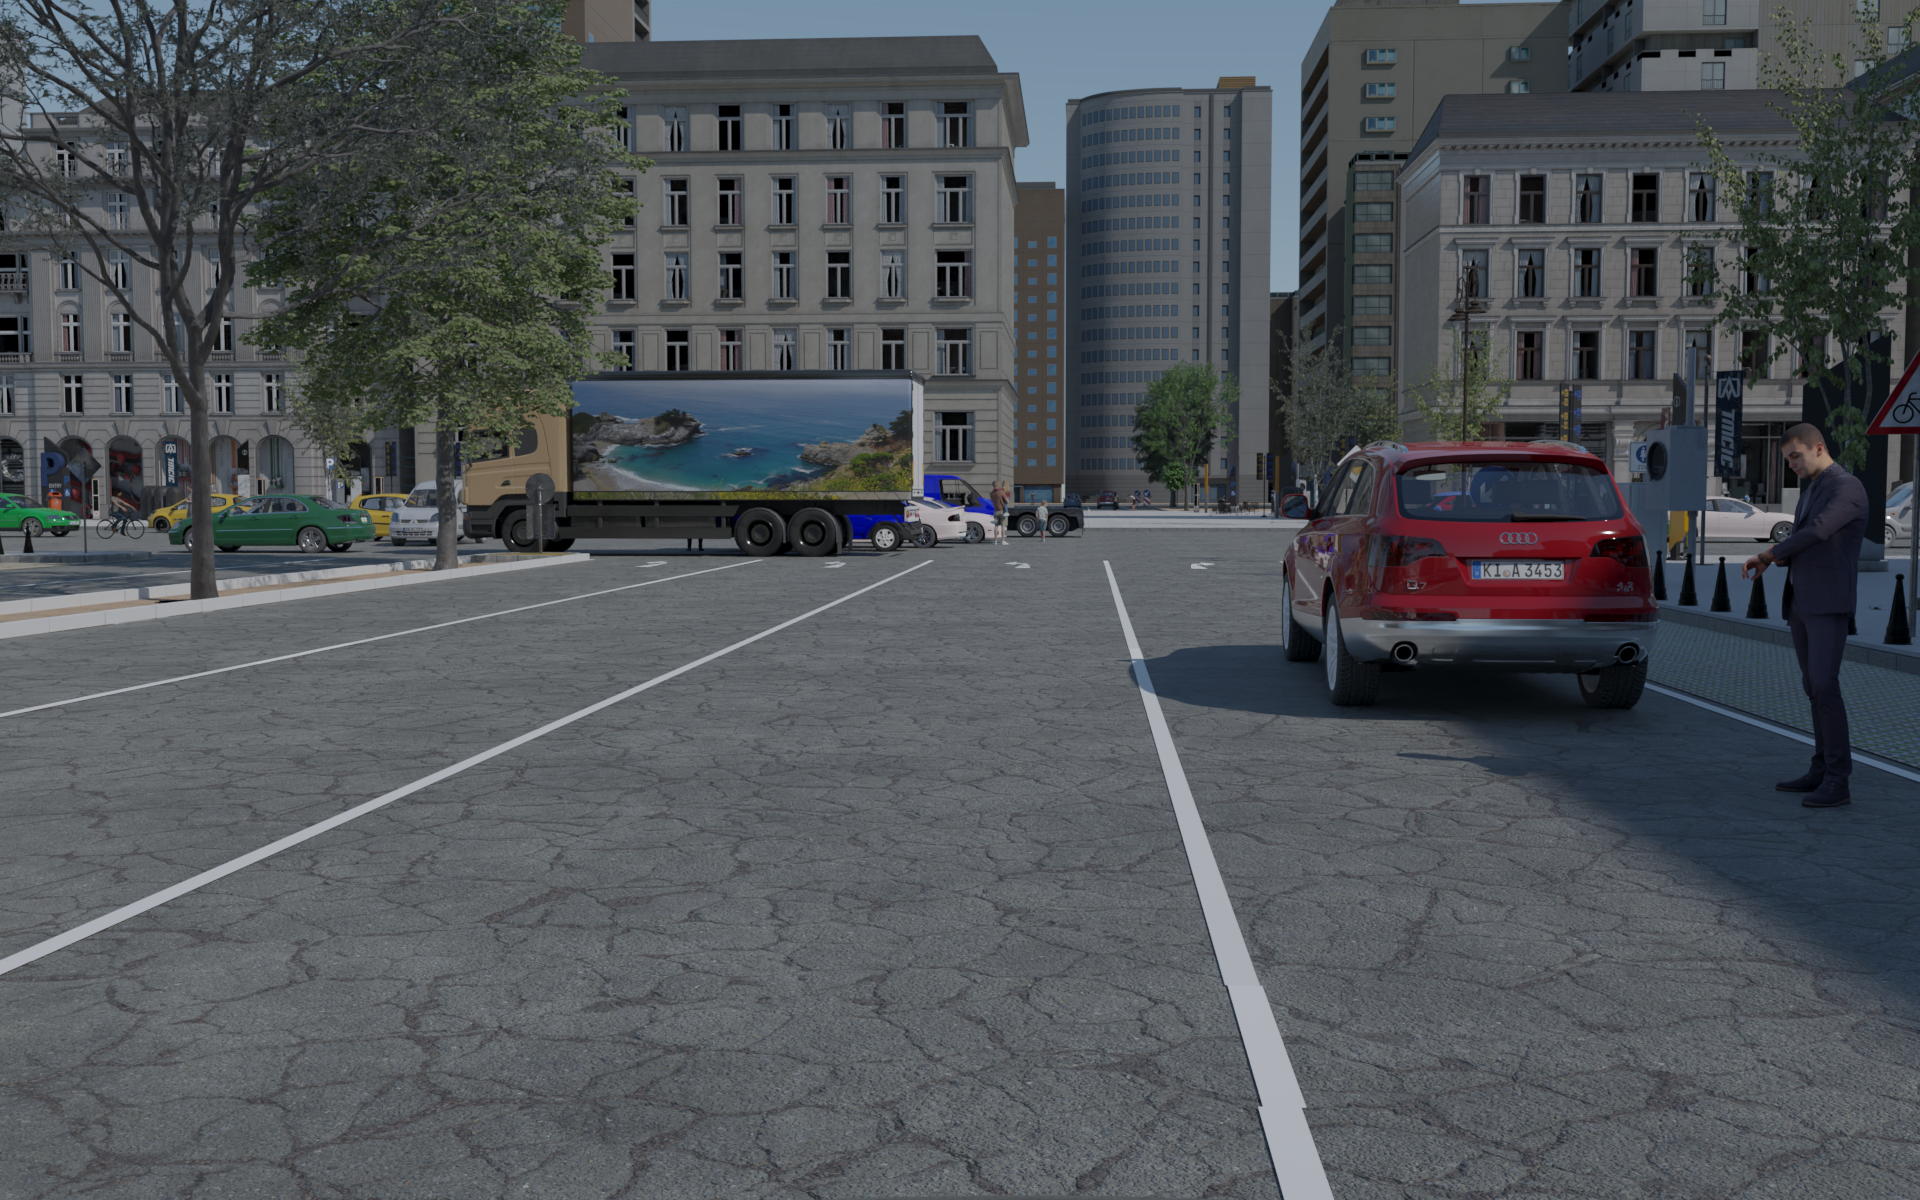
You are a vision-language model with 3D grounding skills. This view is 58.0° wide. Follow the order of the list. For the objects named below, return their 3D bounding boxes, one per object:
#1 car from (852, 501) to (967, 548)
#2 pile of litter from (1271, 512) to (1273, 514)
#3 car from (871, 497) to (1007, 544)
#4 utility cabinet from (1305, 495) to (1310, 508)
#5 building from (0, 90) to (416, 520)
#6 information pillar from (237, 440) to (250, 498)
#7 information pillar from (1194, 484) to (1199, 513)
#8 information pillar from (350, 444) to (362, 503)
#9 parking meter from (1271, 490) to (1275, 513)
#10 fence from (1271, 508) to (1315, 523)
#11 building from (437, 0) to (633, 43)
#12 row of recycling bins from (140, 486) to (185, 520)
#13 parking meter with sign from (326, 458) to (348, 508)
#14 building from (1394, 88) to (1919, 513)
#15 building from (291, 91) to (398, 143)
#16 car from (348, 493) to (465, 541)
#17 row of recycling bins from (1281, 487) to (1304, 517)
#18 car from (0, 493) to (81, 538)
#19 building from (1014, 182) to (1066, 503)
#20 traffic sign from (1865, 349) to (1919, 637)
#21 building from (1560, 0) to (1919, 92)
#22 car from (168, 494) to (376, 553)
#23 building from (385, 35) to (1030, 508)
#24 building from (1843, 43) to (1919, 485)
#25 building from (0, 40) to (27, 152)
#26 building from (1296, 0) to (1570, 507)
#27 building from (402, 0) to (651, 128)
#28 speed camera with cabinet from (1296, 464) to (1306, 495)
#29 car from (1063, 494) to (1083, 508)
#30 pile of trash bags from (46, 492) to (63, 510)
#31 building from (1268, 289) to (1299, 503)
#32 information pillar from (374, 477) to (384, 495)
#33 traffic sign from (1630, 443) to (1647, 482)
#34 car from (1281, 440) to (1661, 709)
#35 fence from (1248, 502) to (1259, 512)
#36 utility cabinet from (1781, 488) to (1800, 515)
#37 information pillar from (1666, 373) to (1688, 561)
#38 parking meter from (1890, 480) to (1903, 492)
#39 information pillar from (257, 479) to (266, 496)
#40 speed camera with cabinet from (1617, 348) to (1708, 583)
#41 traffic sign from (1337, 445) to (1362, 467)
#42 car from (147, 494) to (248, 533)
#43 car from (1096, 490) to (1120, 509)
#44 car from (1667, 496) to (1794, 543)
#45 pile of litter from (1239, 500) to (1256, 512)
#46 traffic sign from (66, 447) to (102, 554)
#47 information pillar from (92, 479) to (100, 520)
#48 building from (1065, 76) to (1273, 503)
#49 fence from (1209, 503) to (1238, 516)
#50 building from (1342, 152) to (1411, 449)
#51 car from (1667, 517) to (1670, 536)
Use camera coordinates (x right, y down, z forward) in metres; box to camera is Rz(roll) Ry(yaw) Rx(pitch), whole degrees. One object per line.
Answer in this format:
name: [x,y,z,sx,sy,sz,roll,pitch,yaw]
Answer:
car: [-2.231,-2.093,46.582,4.827,1.381,2.083,0,4,5]
pile of litter: [20.456,-5.848,109.583,1.719,0.858,1.176,3,4,36]
car: [-1.035,-2.364,51.019,4.827,1.381,2.083,0,4,5]
utility cabinet: [20.800,-5.781,105.673,1.020,1.237,0.306,0,4,-1]
building: [-38.691,-15.269,91.454,24.055,21.916,13.314,0,4,4]
information pillar: [-30.782,-5.084,74.473,0.504,3.616,0.183,0,4,-2]
information pillar: [16.464,-7.097,120.531,0.304,2.012,0.304,2,4,30]
information pillar: [-28.304,-5.490,81.116,0.504,3.616,0.183,0,4,4]
parking meter: [21.501,-6.741,118.624,0.372,1.533,0.369,0,3,0]
fence: [14.679,-3.722,76.229,2.069,0.683,0.278,2,4,30]
building: [-34.974,-29.992,140.486,14.600,45.320,14.200,0,4,4]
row of recycling bins: [-38.582,-4.687,83.750,3.534,1.692,1.069,3,5,41]
parking meter with sign: [-29.969,-5.325,83.332,0.543,3.016,1.738,-3,5,-43]
building: [23.975,-14.328,85.170,40.483,20.767,10.553,0,4,4]
building: [-60.815,-30.301,179.013,14.086,41.232,14.154,0,4,4]
car: [-16.733,-2.589,52.553,3.980,1.641,2.015,0,4,5]
row of recycling bins: [19.110,-5.644,99.398,1.069,1.692,3.534,1,4,20]
car: [-31.780,-2.992,57.709,4.718,1.807,1.959,0,4,4]
building: [7.839,-36.516,247.155,14.200,45.320,14.600,0,4,4]
traffic sign: [8.537,-0.945,15.459,0.884,2.594,0.081,1,4,12]
building: [70.108,-35.012,161.686,27.495,52.752,28.713,0,4,4]
car: [-16.962,-1.888,42.666,4.920,1.459,2.131,0,4,3]
building: [-11.700,-15.672,89.525,30.059,22.955,16.112,0,4,4]
building: [59.341,-15.406,85.171,30.059,22.955,16.112,0,4,4]
building: [-66.331,-19.180,91.079,29.804,29.767,11.434,0,4,4]
building: [44.643,-33.199,166.499,21.300,48.544,21.600,0,4,4]
building: [-37.090,-44.026,158.080,20.563,71.187,20.611,0,4,4]
speed camera with cabinet: [21.343,-7.187,111.840,2.038,3.252,0.660,-2,4,-24]
car: [11.014,-9.618,169.254,2.014,1.417,4.499,0,4,6]
pile of trash bags: [-39.441,-3.842,72.564,1.912,1.369,3.447,3,5,44]
building: [50.069,-28.899,244.198,14.107,30.474,14.160,0,4,4]
information pillar: [-24.875,-4.264,74.204,0.304,2.012,0.304,0,4,-3]
traffic sign: [13.374,-1.940,33.855,0.606,2.300,0.079,1,4,12]
car: [3.655,-0.275,13.176,2.281,1.827,5.304,0,4,5]
fence: [21.204,-6.690,124.750,0.278,0.683,2.069,0,4,-8]
utility cabinet: [32.980,-3.636,68.124,1.173,1.500,0.318,1,4,16]
information pillar: [13.825,-2.563,33.264,0.183,3.616,0.504,-1,4,-12]
parking meter: [38.384,-3.995,71.029,0.399,1.863,0.255,1,4,17]
information pillar: [-33.850,-4.858,83.920,0.304,2.012,0.304,0,4,1]
speed camera with cabinet: [9.651,-1.825,24.178,0.660,3.252,2.038,0,4,-5]
traffic sign: [8.073,-1.939,35.349,0.795,2.450,0.064,0,4,4]
car: [-28.115,-3.311,64.359,3.980,1.641,2.015,0,4,6]
car: [14.130,-9.600,165.627,2.281,1.827,5.304,0,4,4]
car: [22.623,-2.389,51.424,4.827,1.381,2.083,0,4,6]
pile of litter: [21.250,-6.944,127.502,1.719,0.858,1.176,-2,4,-31]
traffic sign: [-18.851,-2.058,37.288,0.795,2.450,0.064,0,4,4]
information pillar: [-42.212,-4.900,84.606,0.304,2.012,0.304,-2,4,-26]
building: [29.214,-43.202,248.354,28.212,58.520,21.231,0,4,4]
fence: [15.498,-5.278,101.672,0.278,0.683,2.069,-3,5,-43]
building: [39.874,-23.072,148.935,14.160,30.474,14.107,0,4,4]
car: [17.562,-2.284,49.145,4.920,1.459,2.131,0,4,4]
